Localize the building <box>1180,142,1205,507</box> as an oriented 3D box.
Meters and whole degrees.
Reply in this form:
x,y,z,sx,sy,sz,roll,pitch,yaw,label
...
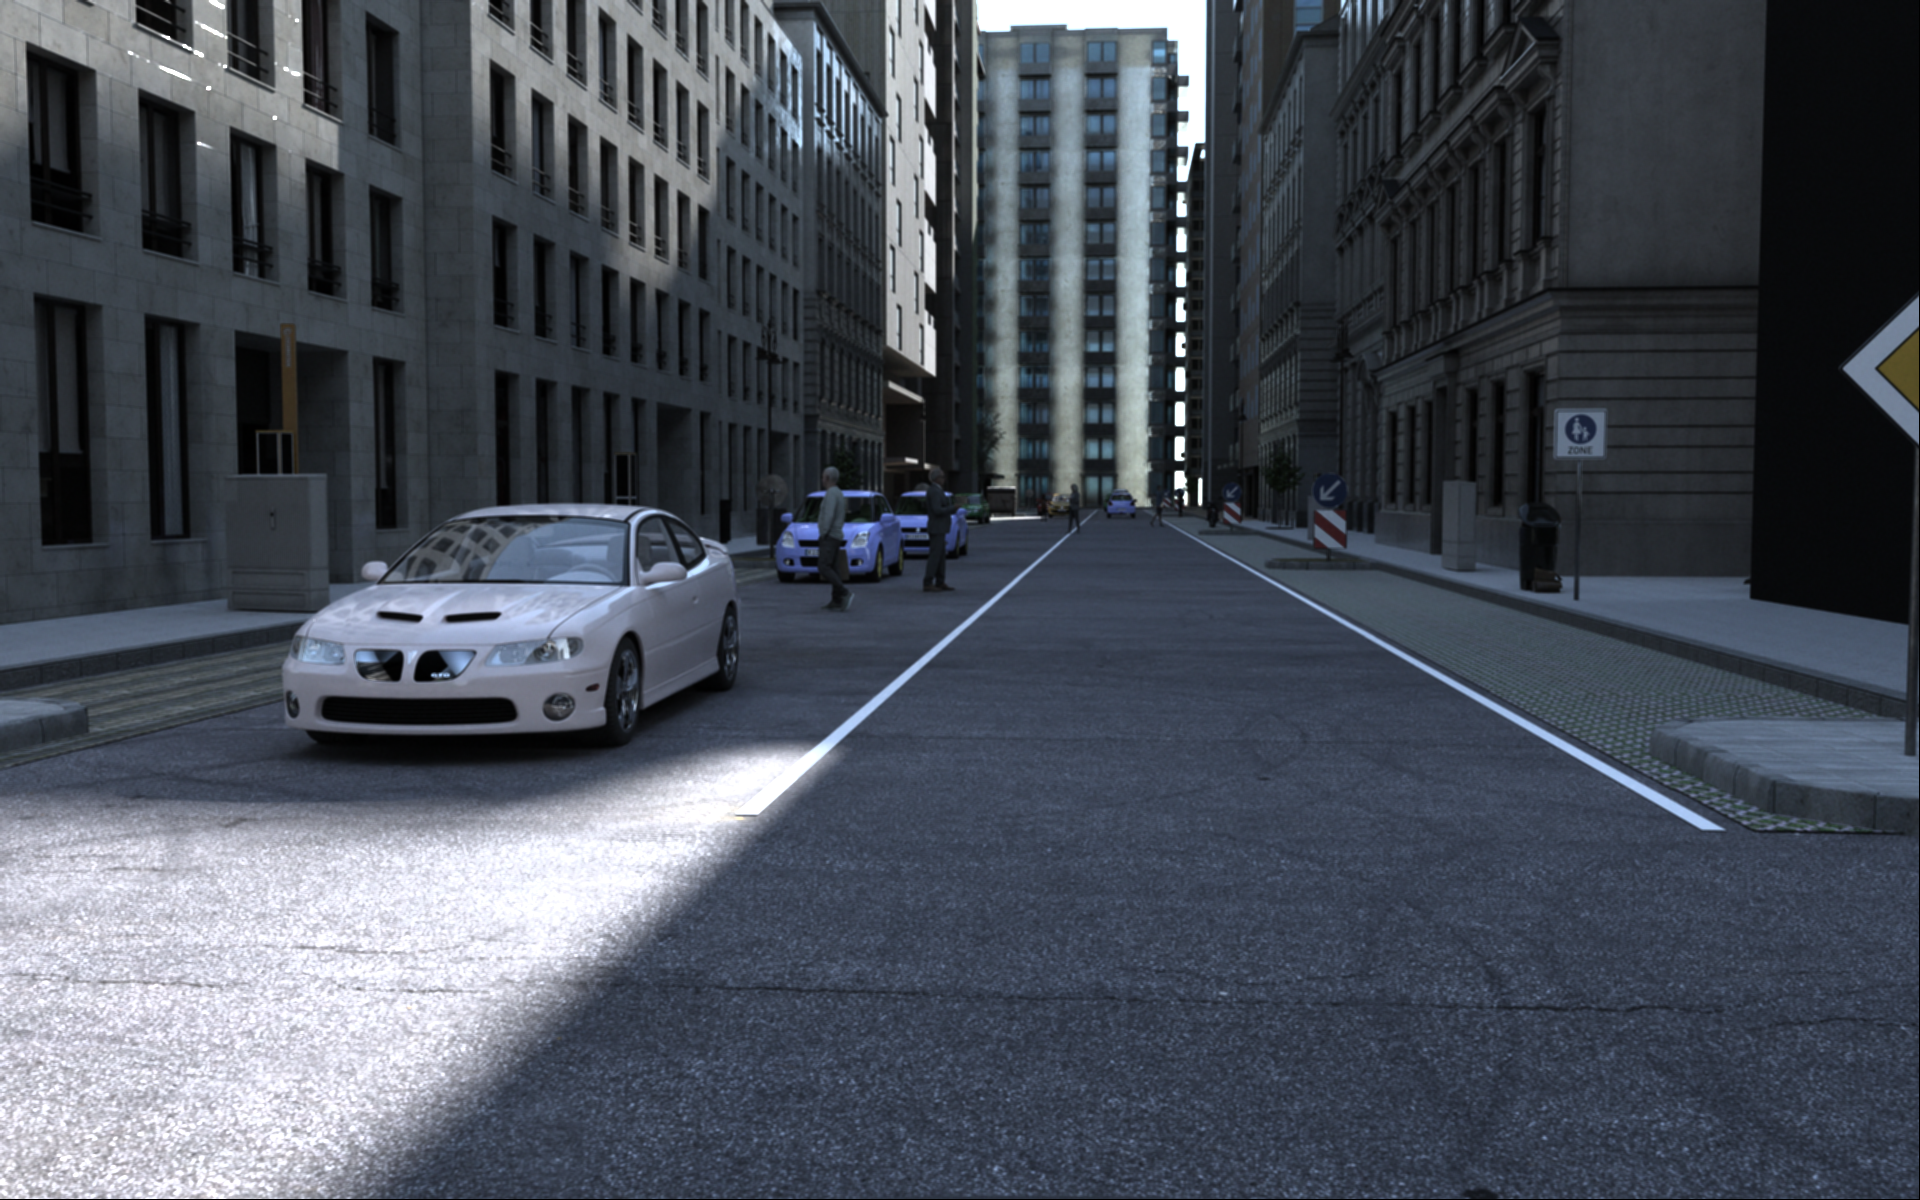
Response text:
x,y,z,sx,sy,sz,roll,pitch,yaw,label
35.612,-29.957,181.684,23.993,40.220,32.217,0,4,5,building

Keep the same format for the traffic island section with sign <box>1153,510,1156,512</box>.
x,y,z,sx,sy,sz,roll,pitch,yaw,label
16.266,-7.864,137.207,1.989,1.847,2.006,0,4,5,traffic island section with sign

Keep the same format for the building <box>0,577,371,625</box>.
x,y,z,sx,sy,sz,roll,pitch,yaw,label
-14.352,-10.051,19.083,10.420,20.320,16.860,0,4,5,building

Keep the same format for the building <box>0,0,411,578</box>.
x,y,z,sx,sy,sz,roll,pitch,yaw,label
-12.057,-11.072,35.774,10.420,20.320,16.860,0,4,5,building

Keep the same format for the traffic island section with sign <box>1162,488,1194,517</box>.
x,y,z,sx,sy,sz,roll,pitch,yaw,label
13.810,-6.197,109.945,1.989,1.847,2.006,0,4,5,traffic island section with sign

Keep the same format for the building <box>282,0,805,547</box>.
x,y,z,sx,sy,sz,roll,pitch,yaw,label
-11.393,-12.101,52.610,10.420,20.320,16.860,0,4,5,building

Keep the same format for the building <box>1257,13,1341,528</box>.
x,y,z,sx,sy,sz,roll,pitch,yaw,label
18.238,-13.732,73.667,9.793,20.994,18.267,0,4,5,building

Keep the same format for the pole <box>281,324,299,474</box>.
x,y,z,sx,sy,sz,roll,pitch,yaw,label
-8.061,-1.654,20.881,0.158,3.312,0.155,0,3,0,pole

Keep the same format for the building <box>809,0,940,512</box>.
x,y,z,sx,sy,sz,roll,pitch,yaw,label
-15.815,-31.158,98.677,28.713,52.752,27.495,0,4,5,building

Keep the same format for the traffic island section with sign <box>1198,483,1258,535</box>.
x,y,z,sx,sy,sz,roll,pitch,yaw,label
9.389,-3.191,60.807,1.989,1.847,2.006,0,4,5,traffic island section with sign

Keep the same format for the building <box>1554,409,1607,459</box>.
x,y,z,sx,sy,sz,roll,pitch,yaw,label
56.884,-22.978,147.398,14.107,30.474,14.160,0,4,5,building

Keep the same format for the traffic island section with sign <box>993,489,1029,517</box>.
x,y,z,sx,sy,sz,roll,pitch,yaw,label
3.184,-6.250,110.821,1.989,1.847,2.006,0,4,5,traffic island section with sign

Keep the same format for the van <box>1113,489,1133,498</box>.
x,y,z,sx,sy,sz,roll,pitch,yaw,label
14.249,-8.944,153.250,2.013,2.044,4.112,0,4,7,van

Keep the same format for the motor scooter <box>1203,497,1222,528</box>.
x,y,z,sx,sy,sz,roll,pitch,yaw,label
10.842,-3.765,74.335,0.815,1.314,1.986,0,4,5,motor scooter

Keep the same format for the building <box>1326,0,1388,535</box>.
x,y,z,sx,sy,sz,roll,pitch,yaw,label
17.907,-13.787,54.302,11.050,23.489,19.941,0,4,5,building

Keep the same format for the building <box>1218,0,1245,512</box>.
x,y,z,sx,sy,sz,roll,pitch,yaw,label
29.448,-30.156,112.664,23.786,49.044,30.456,0,4,5,building

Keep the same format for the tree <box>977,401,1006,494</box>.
x,y,z,sx,sy,sz,roll,pitch,yaw,label
1.510,-11.241,134.145,4.360,8.622,3.978,0,3,0,tree

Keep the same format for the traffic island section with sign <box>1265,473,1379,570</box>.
x,y,z,sx,sy,sz,roll,pitch,yaw,label
6.923,-1.514,33.384,1.989,1.847,2.006,0,4,5,traffic island section with sign

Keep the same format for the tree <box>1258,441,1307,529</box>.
x,y,z,sx,sy,sz,roll,pitch,yaw,label
11.902,-4.223,63.652,1.663,3.219,1.824,0,3,0,tree

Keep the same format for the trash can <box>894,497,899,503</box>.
x,y,z,sx,sy,sz,roll,pitch,yaw,label
-2.804,-4.390,83.423,0.748,1.137,0.748,0,3,0,trash can

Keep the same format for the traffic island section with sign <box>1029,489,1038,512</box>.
x,y,z,sx,sy,sz,roll,pitch,yaw,label
5.590,-7.892,137.669,1.989,1.847,2.006,0,4,5,traffic island section with sign

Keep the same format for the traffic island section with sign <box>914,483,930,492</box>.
x,y,z,sx,sy,sz,roll,pitch,yaw,label
-1.289,-3.207,61.063,1.989,1.847,2.006,0,4,5,traffic island section with sign

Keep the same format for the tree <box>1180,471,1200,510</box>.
x,y,z,sx,sy,sz,roll,pitch,yaw,label
19.014,-9.117,143.661,1.663,3.219,1.824,0,3,0,tree

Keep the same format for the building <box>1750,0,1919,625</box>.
x,y,z,sx,sy,sz,roll,pitch,yaw,label
17.004,-11.254,13.688,15.834,23.373,12.332,0,4,5,building

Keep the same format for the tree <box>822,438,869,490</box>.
x,y,z,sx,sy,sz,roll,pitch,yaw,label
-3.907,-3.969,59.496,1.663,3.219,1.824,0,3,0,tree

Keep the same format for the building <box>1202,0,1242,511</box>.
x,y,z,sx,sy,sz,roll,pitch,yaw,label
30.617,-36.691,141.892,21.231,58.520,28.212,0,4,5,building

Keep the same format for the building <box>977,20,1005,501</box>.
x,y,z,sx,sy,sz,roll,pitch,yaw,label
-11.203,-30.292,149.894,28.867,44.769,22.147,0,4,5,building

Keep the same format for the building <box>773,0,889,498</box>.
x,y,z,sx,sy,sz,roll,pitch,yaw,label
-8.930,-13.550,70.691,9.793,20.994,18.267,0,4,5,building

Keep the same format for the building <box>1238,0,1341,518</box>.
x,y,z,sx,sy,sz,roll,pitch,yaw,label
22.206,-26.934,90.484,14.600,45.320,14.200,0,4,5,building

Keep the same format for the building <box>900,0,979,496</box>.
x,y,z,sx,sy,sz,roll,pitch,yaw,label
-6.286,-26.631,119.010,14.154,41.232,14.086,0,4,5,building

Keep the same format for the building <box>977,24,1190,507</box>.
x,y,z,sx,sy,sz,roll,pitch,yaw,label
8.120,-34.253,179.651,30.456,49.044,23.786,0,4,5,building

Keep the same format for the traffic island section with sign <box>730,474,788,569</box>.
x,y,z,sx,sy,sz,roll,pitch,yaw,label
-3.735,-1.550,33.975,1.989,1.847,2.006,0,4,5,traffic island section with sign

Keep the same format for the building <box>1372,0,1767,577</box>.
x,y,z,sx,sy,sz,roll,pitch,yaw,label
14.681,-10.425,35.069,10.561,19.102,19.286,0,4,5,building
